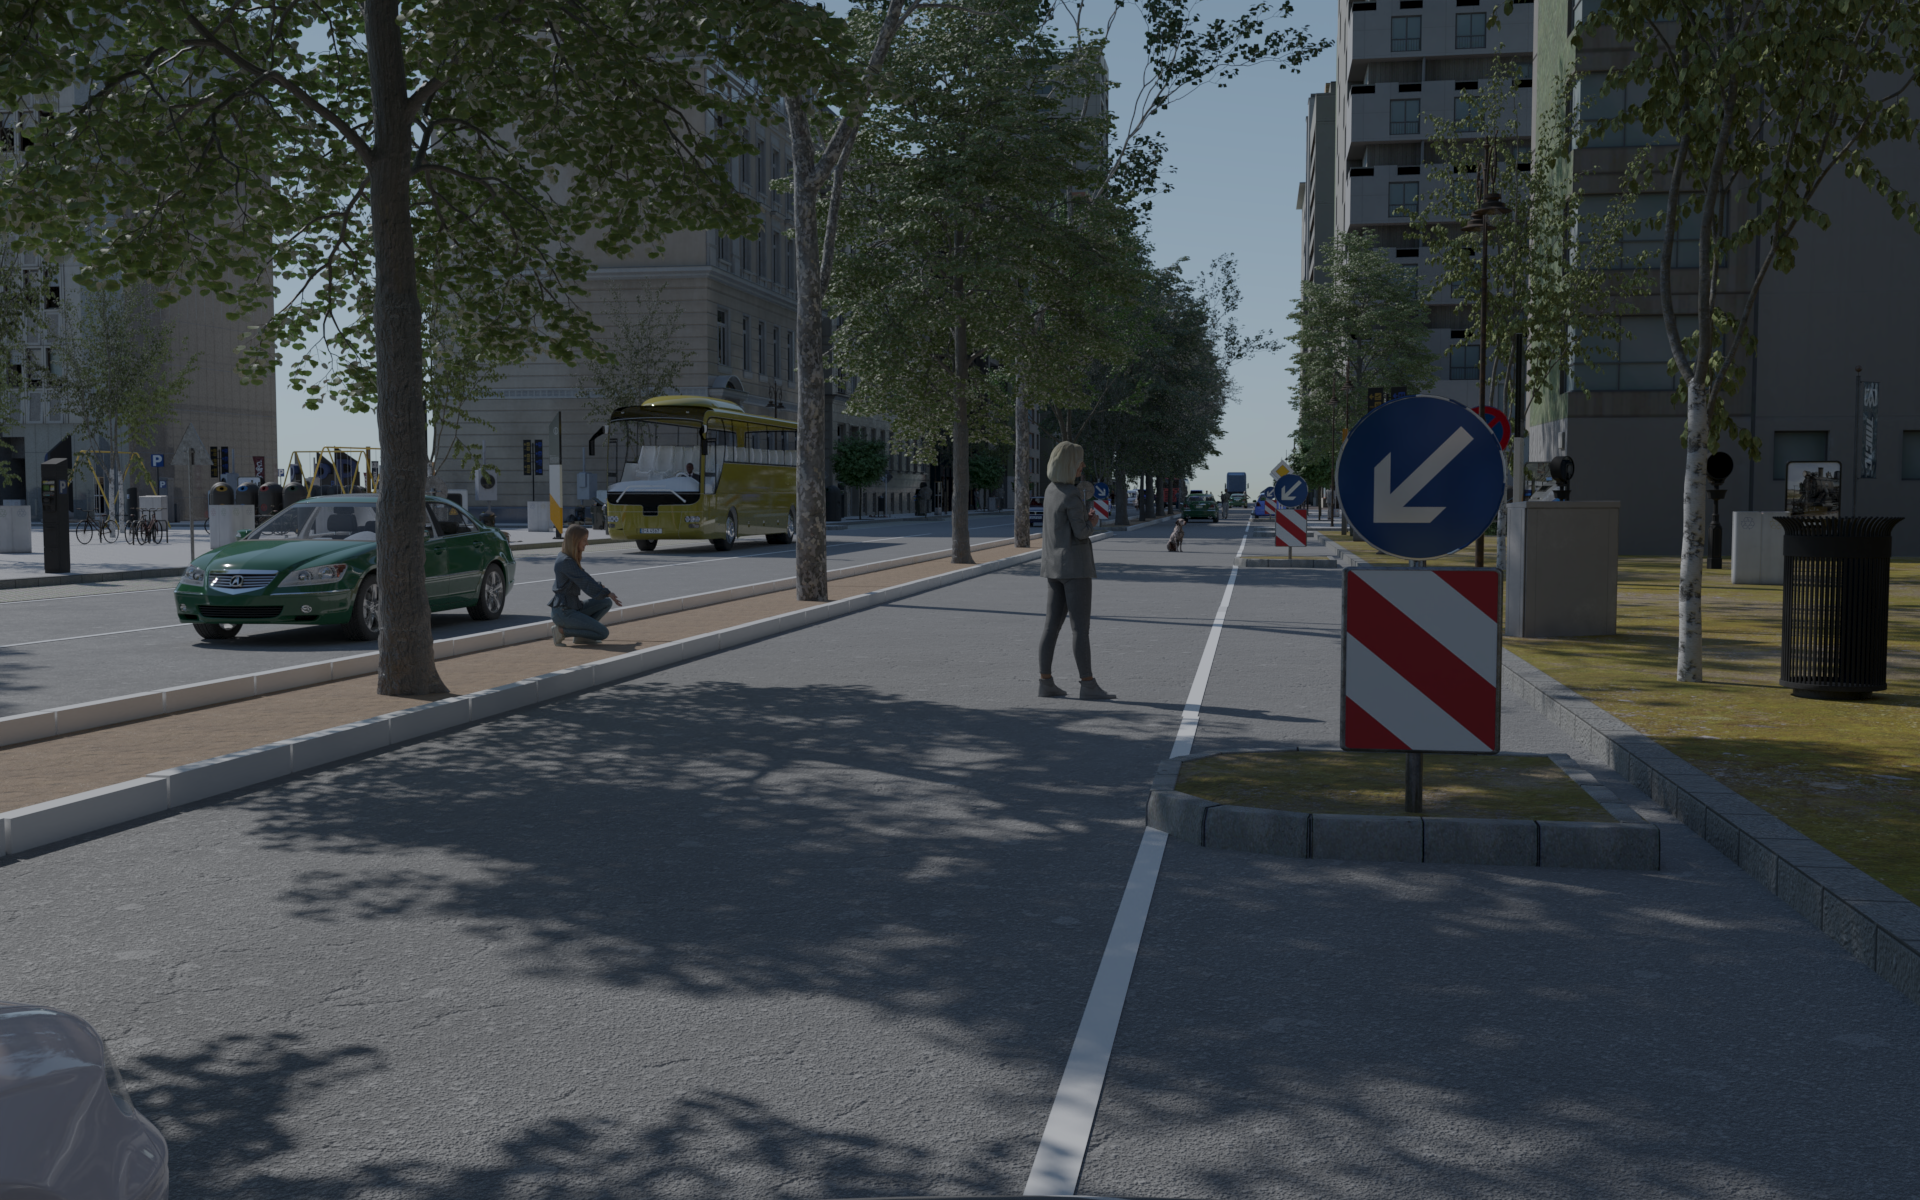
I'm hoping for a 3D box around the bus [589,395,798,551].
[{"bbox_3d":[-6.447,-3.382,46.842,2.896,3.916,12.252,1,4,9],"label":"bus"}]

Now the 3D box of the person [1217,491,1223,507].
[{"bbox_3d":[29.305,-11.364,194.830,0.750,1.759,0.617,1,4,11],"label":"person"}]

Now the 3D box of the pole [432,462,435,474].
[{"bbox_3d":[-33.405,-7.100,109.922,0.158,3.312,0.155,0,3,0],"label":"pole"}]

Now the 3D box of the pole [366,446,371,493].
[{"bbox_3d":[-25.287,-4.908,74.090,0.158,3.312,0.155,0,3,0],"label":"pole"}]

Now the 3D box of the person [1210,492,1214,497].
[{"bbox_3d":[37.322,-15.249,257.960,1.348,1.807,0.705,-2,4,-30],"label":"person"}]

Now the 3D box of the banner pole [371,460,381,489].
[{"bbox_3d":[-38.598,-7.635,114.842,0.863,3.779,0.401,-1,4,-11],"label":"banner pole"}]

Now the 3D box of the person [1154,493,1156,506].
[{"bbox_3d":[23.291,-12.088,206.591,0.568,1.767,0.683,1,4,21],"label":"person"}]

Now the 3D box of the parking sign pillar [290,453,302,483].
[{"bbox_3d":[-42.467,-7.485,110.850,1.447,3.967,1.447,-2,4,-34],"label":"parking sign pillar"}]

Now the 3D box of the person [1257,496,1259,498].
[{"bbox_3d":[34.869,-11.680,199.436,1.348,1.831,0.705,1,4,15],"label":"person"}]

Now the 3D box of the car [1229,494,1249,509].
[{"bbox_3d":[27.666,-9.817,172.313,2.131,1.459,4.920,1,4,11],"label":"car"}]

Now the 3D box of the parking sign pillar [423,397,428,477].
[{"bbox_3d":[-15.259,-3.628,47.782,1.447,3.967,1.447,1,4,21],"label":"parking sign pillar"}]

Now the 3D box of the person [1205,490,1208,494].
[{"bbox_3d":[25.904,-10.586,181.597,1.348,1.823,0.705,-3,5,-44],"label":"person"}]

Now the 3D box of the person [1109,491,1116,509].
[{"bbox_3d":[15.230,-9.961,171.885,1.217,1.766,0.721,3,4,36],"label":"person"}]

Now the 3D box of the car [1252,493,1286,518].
[{"bbox_3d":[17.203,-5.290,96.076,1.945,1.707,3.694,1,4,9],"label":"car"}]

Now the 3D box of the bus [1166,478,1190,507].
[{"bbox_3d":[24.685,-12.398,197.569,2.948,3.499,13.247,1,4,10],"label":"bus"}]

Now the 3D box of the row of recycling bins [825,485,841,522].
[{"bbox_3d":[-6.779,-4.583,82.040,1.069,1.692,3.534,-3,4,-38],"label":"row of recycling bins"}]

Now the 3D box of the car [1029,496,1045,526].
[{"bbox_3d":[3.608,-3.891,76.200,1.945,1.354,3.894,1,4,11],"label":"car"}]

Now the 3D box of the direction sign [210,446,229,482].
[{"bbox_3d":[-35.200,-5.529,82.395,0.876,3.537,0.379,0,4,3],"label":"direction sign"}]

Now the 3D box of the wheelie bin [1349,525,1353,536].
[{"bbox_3d":[12.095,-2.717,52.331,0.980,1.594,0.693,-1,4,-10],"label":"wheelie bin"}]

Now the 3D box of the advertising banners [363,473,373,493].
[{"bbox_3d":[-47.158,-8.794,139.964,2.074,3.025,0.090,-2,4,-35],"label":"advertising banners"}]

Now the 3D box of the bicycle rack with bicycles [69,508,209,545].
[{"bbox_3d":[-21.500,-1.908,44.575,2.852,0.926,2.925,0,4,3],"label":"bicycle rack with bicycles"}]

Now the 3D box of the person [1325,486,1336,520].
[{"bbox_3d":[18.678,-4.942,87.038,0.606,1.804,0.583,3,5,44],"label":"person"}]

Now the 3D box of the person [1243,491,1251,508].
[{"bbox_3d":[28.998,-10.205,176.077,1.217,1.736,0.721,0,4,-7],"label":"person"}]

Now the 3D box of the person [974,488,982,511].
[{"bbox_3d":[1.424,-7.872,135.016,0.573,1.790,0.520,2,4,34],"label":"person"}]

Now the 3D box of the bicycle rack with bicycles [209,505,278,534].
[{"bbox_3d":[-21.807,-2.499,54.244,2.925,0.926,2.852,0,4,-6],"label":"bicycle rack with bicycles"}]

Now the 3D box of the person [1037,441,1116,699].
[{"bbox_3d":[0.802,-0.219,12.257,0.526,1.800,0.537,-1,4,-11],"label":"person"}]

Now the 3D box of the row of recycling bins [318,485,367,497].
[{"bbox_3d":[-31.351,-4.864,86.634,3.534,1.692,1.069,-3,5,-45],"label":"row of recycling bins"}]

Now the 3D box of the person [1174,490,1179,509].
[{"bbox_3d":[20.841,-9.596,165.479,0.705,1.814,1.350,-2,4,-32],"label":"person"}]

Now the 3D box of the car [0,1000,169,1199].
[{"bbox_3d":[-2.242,0.725,0.503,2.083,1.381,4.827,1,4,8],"label":"car"}]

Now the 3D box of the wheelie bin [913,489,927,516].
[{"bbox_3d":[-2.232,-5.707,101.209,0.980,1.594,0.693,-1,4,-19],"label":"wheelie bin"}]

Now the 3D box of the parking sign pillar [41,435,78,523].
[{"bbox_3d":[-39.978,-5.400,76.758,1.447,3.967,1.447,1,4,14],"label":"parking sign pillar"}]

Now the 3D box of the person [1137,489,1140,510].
[{"bbox_3d":[15.665,-8.767,151.469,0.705,1.869,1.348,0,4,-2],"label":"person"}]

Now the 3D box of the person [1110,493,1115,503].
[{"bbox_3d":[21.071,-14.211,238.948,0.990,1.755,0.434,-3,4,-38],"label":"person"}]

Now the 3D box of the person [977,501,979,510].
[{"bbox_3d":[1.426,-7.947,140.232,0.306,1.304,0.590,1,4,15],"label":"person"}]

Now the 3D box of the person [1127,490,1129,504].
[{"bbox_3d":[11.928,-7.076,124.532,0.599,1.781,0.374,-3,4,-39],"label":"person"}]

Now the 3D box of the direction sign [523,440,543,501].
[{"bbox_3d":[-17.745,-4.896,72.043,0.876,3.537,0.379,1,4,15],"label":"direction sign"}]

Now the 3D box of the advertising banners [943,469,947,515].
[{"bbox_3d":[-0.934,-6.923,109.384,0.090,3.025,2.074,0,4,-6],"label":"advertising banners"}]

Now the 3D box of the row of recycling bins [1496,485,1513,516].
[{"bbox_3d":[24.704,-4.482,80.400,3.534,1.692,1.069,-3,5,-44],"label":"row of recycling bins"}]

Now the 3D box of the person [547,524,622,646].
[{"bbox_3d":[-3.520,-0.148,16.422,0.738,1.151,1.012,0,4,-4],"label":"person"}]

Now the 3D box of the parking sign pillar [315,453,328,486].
[{"bbox_3d":[-40.137,-7.395,109.375,1.447,3.967,1.447,1,4,20],"label":"parking sign pillar"}]

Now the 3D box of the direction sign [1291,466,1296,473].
[{"bbox_3d":[25.459,-8.586,132.383,0.876,3.537,0.379,-3,5,-41],"label":"direction sign"}]

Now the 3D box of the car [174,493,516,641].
[{"bbox_3d":[-6.393,-0.411,18.512,2.131,1.459,4.920,1,4,9],"label":"car"}]

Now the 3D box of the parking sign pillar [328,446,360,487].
[{"bbox_3d":[-34.233,-6.625,96.790,1.447,3.967,1.447,-2,4,-32],"label":"parking sign pillar"}]

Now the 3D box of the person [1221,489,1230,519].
[{"bbox_3d":[15.374,-5.581,100.291,0.519,1.759,0.362,-2,4,-30],"label":"person"}]

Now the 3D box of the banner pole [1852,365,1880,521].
[{"bbox_3d":[17.689,-2.685,33.910,0.863,3.779,0.401,-2,4,-27],"label":"banner pole"}]

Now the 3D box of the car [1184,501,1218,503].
[{"bbox_3d":[13.841,-5.470,99.222,2.009,1.686,4.222,1,4,10],"label":"car"}]

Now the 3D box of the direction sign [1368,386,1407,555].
[{"bbox_3d":[9.035,-2.736,36.725,0.876,3.537,0.379,3,5,40],"label":"direction sign"}]

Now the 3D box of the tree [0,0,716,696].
[{"bbox_3d":[-3.930,-5.568,11.616,7.486,12.596,7.792,0,3,0],"label":"tree"}]

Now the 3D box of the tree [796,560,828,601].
[{"bbox_3d":[-0.933,-9.984,21.580,12.611,20.169,13.585,0,3,0],"label":"tree"}]

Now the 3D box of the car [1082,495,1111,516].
[{"bbox_3d":[9.031,-6.395,114.155,1.945,1.707,3.694,1,4,9],"label":"car"}]

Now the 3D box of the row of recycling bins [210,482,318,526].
[{"bbox_3d":[-24.239,-3.227,59.875,3.534,1.692,1.069,1,4,9],"label":"row of recycling bins"}]

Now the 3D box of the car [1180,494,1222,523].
[{"bbox_3d":[12.178,-4.643,87.709,2.131,1.459,4.920,1,4,9],"label":"car"}]

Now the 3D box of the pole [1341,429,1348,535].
[{"bbox_3d":[12.018,-3.685,54.090,0.158,3.312,0.155,0,3,0],"label":"pole"}]
